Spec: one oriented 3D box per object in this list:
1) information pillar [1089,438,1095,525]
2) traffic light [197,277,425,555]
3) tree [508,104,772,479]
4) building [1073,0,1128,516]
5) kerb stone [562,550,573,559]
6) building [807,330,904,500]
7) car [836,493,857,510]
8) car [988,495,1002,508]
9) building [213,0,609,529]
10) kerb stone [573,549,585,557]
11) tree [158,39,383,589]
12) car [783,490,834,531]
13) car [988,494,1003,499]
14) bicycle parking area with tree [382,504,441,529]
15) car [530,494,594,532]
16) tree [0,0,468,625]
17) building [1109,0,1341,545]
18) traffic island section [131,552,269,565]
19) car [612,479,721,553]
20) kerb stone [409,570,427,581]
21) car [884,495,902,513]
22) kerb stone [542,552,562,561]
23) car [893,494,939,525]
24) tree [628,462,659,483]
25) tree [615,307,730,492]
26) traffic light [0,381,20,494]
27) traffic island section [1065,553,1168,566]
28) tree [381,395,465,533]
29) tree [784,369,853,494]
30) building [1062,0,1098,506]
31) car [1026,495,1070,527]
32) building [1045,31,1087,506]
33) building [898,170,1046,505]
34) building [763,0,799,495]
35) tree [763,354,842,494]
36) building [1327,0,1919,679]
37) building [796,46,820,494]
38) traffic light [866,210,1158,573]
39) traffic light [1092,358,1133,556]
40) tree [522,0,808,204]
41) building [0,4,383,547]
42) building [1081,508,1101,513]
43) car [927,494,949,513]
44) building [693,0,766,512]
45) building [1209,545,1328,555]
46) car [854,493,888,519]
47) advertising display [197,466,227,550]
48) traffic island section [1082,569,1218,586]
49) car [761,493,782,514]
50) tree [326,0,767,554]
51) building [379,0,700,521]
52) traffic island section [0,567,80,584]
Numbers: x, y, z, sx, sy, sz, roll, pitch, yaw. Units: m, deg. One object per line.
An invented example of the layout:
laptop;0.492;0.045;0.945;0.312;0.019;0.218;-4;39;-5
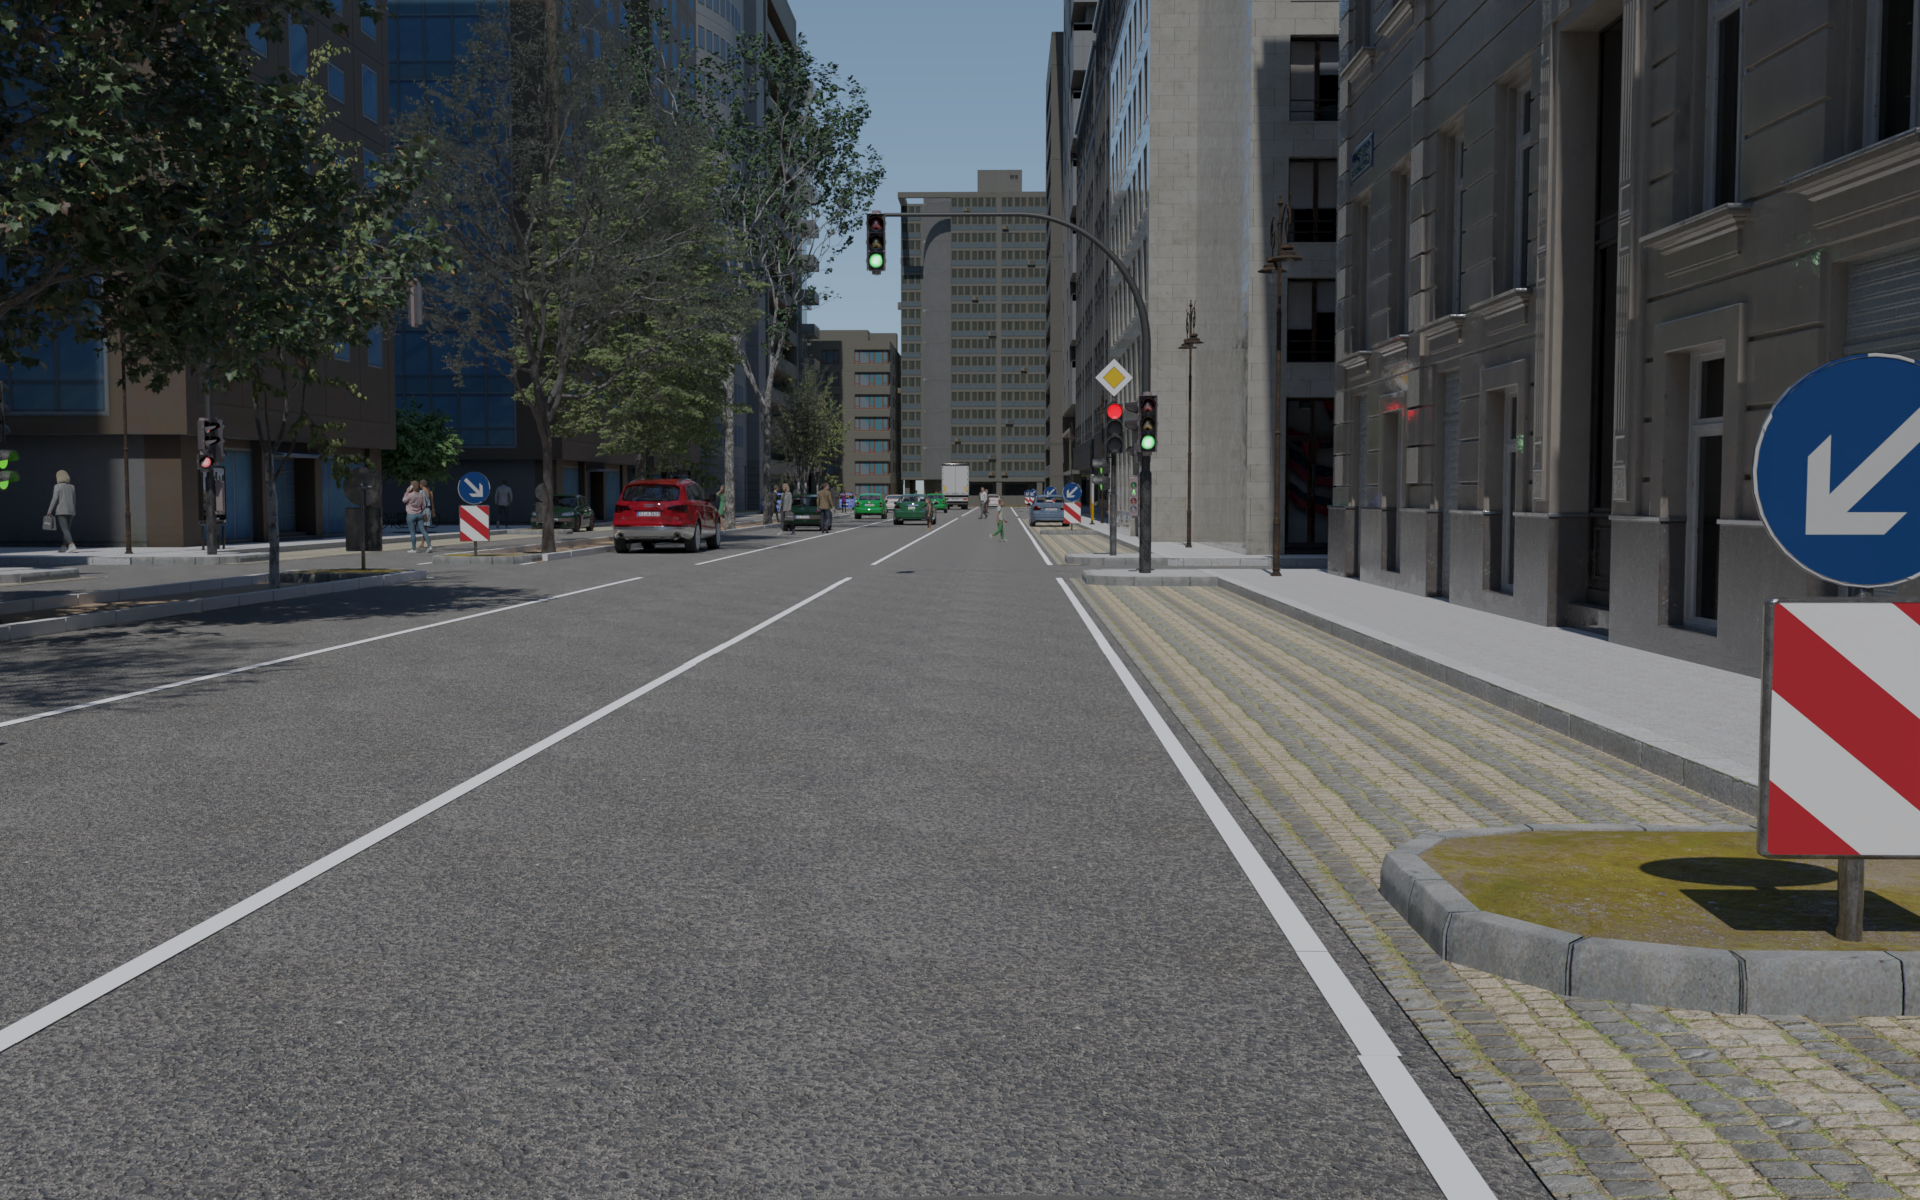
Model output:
information pillar;5.555;-4.985;72.858;0.183;3.616;0.504;0;4;-5
traffic light;-13.688;-3.779;36.448;4.771;5.953;1.251;0;4;1
tree;-9.453;-7.968;50.856;7.486;12.596;7.792;0;3;0
building;14.059;-18.644;98.334;14.314;27.812;24.014;0;4;1
kerb stone;-8.835;-0.991;38.502;0.120;0.150;1.000;0;4;1
building;-21.999;-22.271;209.168;28.899;21.520;27.650;0;4;1
car;-10.354;-9.058;157.696;1.945;1.707;3.694;0;4;0
car;3.154;-9.587;169.103;2.083;1.381;4.827;0;4;1
building;-22.905;-26.080;76.520;14.600;45.320;14.200;0;4;1
kerb stone;-8.801;-1.058;39.529;0.120;0.150;1.000;0;4;1
tree;-10.239;-4.444;25.473;4.737;8.622;4.395;0;3;0
car;-6.000;-3.563;68.035;2.009;1.686;4.222;0;4;0
car;3.458;-10.330;180.700;2.131;1.459;4.920;0;4;3
bicycle parking area with tree;-24.708;-4.739;64.481;9.016;4.147;8.231;-3;4;-38
car;-14.994;-3.401;65.385;2.009;1.686;4.222;0;4;-1
tree;-10.555;-6.024;17.958;9.611;12.733;9.660;0;3;0
building;10.408;-12.193;54.105;10.420;20.320;16.860;0;4;1
traffic island section;-15.821;-0.876;36.599;2.009;0.180;2.903;0;4;1
car;-7.345;-2.141;43.684;2.281;1.827;5.304;0;4;1
kerb stone;-9.075;-0.398;28.727;0.120;0.150;1.000;0;4;1
car;-4.934;-7.382;133.063;2.083;1.381;4.827;0;4;1
kerb stone;-8.853;-0.935;37.476;0.120;0.150;1.000;0;4;1
car;-2.103;-4.252;81.317;2.131;1.459;4.920;0;4;3
tree;-16.420;-5.844;90.158;1.663;3.219;1.824;0;3;0
tree;-9.510;-6.383;57.179;4.737;8.622;4.395;0;3;0
traffic light;-15.976;-2.420;28.481;0.839;4.253;0.868;0;4;1
traffic island section;3.215;-0.847;36.132;2.009;0.180;2.903;0;4;1
tree;-18.006;-4.486;57.063;4.285;4.588;4.351;0;3;0
tree;-8.120;-8.959;99.302;4.737;8.622;4.395;0;3;0
building;22.818;-34.345;150.780;28.713;52.752;27.495;0;4;1
car;3.955;-3.959;76.733;2.014;1.417;4.499;0;4;1
building;19.569;-33.749;175.497;21.300;48.544;21.600;0;4;1
building;4.742;-31.701;210.198;23.993;40.220;32.217;0;4;1
building;-26.076;-32.289;151.622;21.300;48.544;21.600;0;4;1
tree;-8.413;-8.385;89.909;4.360;8.622;3.978;0;3;0
building;11.275;-13.310;14.880;12.463;27.353;25.104;0;4;1
building;-30.047;-34.071;176.674;30.456;49.044;23.786;0;4;1
traffic light;0.887;-3.259;27.946;4.771;5.953;1.251;0;4;1
traffic light;3.175;-2.881;36.019;0.839;4.253;0.868;0;4;1
tree;-10.080;-12.773;67.177;12.611;20.169;13.585;0;3;0
building;-25.024;-24.277;47.036;14.600;45.320;14.200;0;4;1
building;24.072;-26.506;125.262;32.217;40.220;23.993;0;4;1
car;-1.845;-7.505;131.510;1.959;1.807;4.718;0;4;1
building;-26.613;-35.712;125.886;21.231;58.520;28.212;0;4;1
building;14.561;-11.381;40.832;16.860;20.320;10.420;0;4;1
car;-5.132;-5.577;99.982;1.959;1.807;4.718;0;4;0
advertising display;-17.197;-2.118;39.844;0.123;1.923;0.974;0;4;7
traffic island section;3.020;-0.359;28.150;2.009;0.180;2.903;0;4;1
car;-13.521;-7.153;126.542;1.945;1.707;3.694;0;4;2
tree;-9.778;-7.823;40.740;12.009;13.543;11.850;0;3;0
building;-23.096;-27.436;98.690;14.600;45.320;14.200;0;4;1
traffic island section;-16.016;-0.387;28.616;2.009;0.180;2.903;0;4;1
